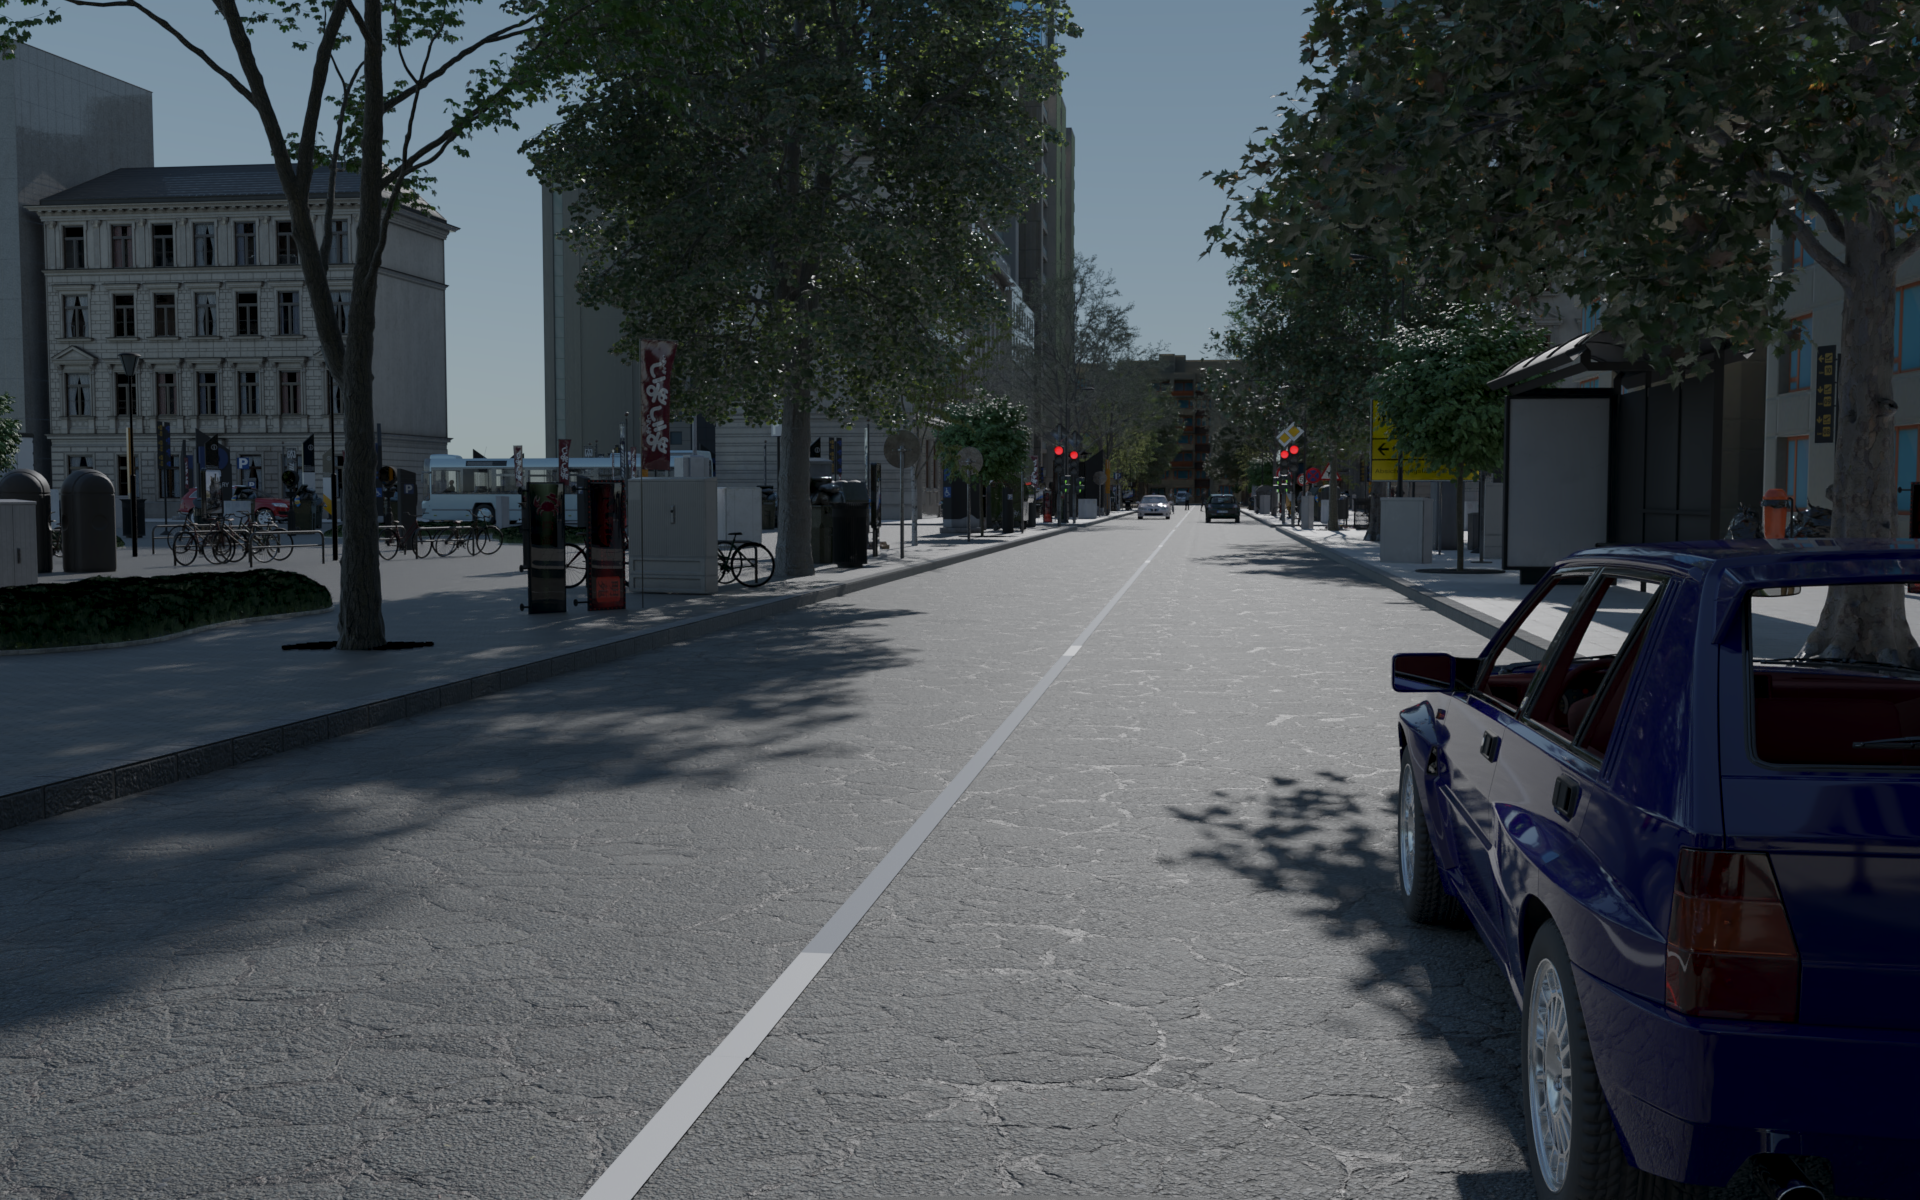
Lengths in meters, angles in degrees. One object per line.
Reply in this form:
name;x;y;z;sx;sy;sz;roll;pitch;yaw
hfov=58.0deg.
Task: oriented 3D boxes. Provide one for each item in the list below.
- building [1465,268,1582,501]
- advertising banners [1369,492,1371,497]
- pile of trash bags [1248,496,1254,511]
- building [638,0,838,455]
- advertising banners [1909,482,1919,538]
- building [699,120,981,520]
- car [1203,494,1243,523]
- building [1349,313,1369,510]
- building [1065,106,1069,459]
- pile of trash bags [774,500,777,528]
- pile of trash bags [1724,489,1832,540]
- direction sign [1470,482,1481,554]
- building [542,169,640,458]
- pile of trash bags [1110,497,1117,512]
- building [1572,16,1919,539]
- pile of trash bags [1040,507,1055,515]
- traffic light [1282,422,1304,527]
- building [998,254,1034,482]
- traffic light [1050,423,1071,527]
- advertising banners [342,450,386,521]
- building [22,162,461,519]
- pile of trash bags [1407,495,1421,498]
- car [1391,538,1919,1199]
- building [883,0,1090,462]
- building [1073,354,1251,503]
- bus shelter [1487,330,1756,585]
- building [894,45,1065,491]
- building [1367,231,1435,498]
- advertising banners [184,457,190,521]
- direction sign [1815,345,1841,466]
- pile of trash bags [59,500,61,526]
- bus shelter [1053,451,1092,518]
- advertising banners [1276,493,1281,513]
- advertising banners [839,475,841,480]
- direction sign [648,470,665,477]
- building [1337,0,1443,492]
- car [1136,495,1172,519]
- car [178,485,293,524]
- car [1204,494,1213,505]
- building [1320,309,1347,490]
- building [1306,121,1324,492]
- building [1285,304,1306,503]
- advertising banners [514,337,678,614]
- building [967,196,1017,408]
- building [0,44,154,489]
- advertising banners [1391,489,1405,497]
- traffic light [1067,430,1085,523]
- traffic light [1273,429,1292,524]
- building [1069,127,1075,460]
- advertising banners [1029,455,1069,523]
building;35.278;-15.165;84.108;21.152;22.565;11.583;0;4;8
advertising banners;25.141;-6.691;105.589;0.090;3.025;2.074;0;4;6
pile of trash bags;23.480;-7.686;135.422;1.912;1.369;3.447;1;4;11
building;-26.469;-47.380;212.907;20.611;71.187;20.563;0;4;8
advertising banners;12.421;-1.593;22.227;0.090;3.025;2.074;-2;4;-28
building;-5.936;-15.861;95.487;11.583;22.565;21.152;0;4;8
car;13.321;-4.766;87.715;2.009;1.686;4.222;1;4;9
building;37.938;-19.521;137.195;12.078;24.808;19.932;0;4;8
building;3.048;-30.001;174.114;14.154;41.232;14.086;0;4;8
pile of trash bags;-7.600;-3.470;66.485;1.912;1.369;3.447;-1;4;-12
pile of trash bags;14.798;-1.322;31.366;1.912;1.369;3.447;2;4;25
direction sign;11.237;-2.776;37.377;0.876;3.537;0.379;0;4;6
building;-43.651;-32.783;219.595;14.086;41.232;14.154;0;4;8
pile of trash bags;10.274;-7.156;126.752;1.912;1.369;3.447;1;4;23
building;32.105;-12.002;41.264;27.650;21.520;28.899;0;4;8
pile of trash bags;5.388;-5.974;107.423;1.912;1.369;3.447;0;4;-2
traffic light;12.849;-4.766;66.842;0.839;4.253;0.868;0;4;8
building;-0.084;-17.353;138.471;10.420;20.320;16.860;0;4;8
traffic light;3.924;-4.842;68.081;0.839;4.253;0.868;0;4;8
advertising banners;-23.521;-4.449;68.922;2.074;3.025;0.090;0;4;-1
building;-38.456;-14.048;94.305;19.286;19.102;10.561;0;4;8
pile of trash bags;26.219;-5.642;101.992;3.447;1.369;1.912;0;4;7
car;2.173;0.492;4.531;1.945;1.354;3.894;1;4;8
building;-0.469;-54.783;208.369;31.000;86.520;22.319;0;4;8
building;31.322;-25.070;254.926;28.899;21.520;27.650;0;4;8
bus shelter;8.112;-1.711;21.905;2.014;3.302;5.546;1;4;8
building;1.740;-29.138;159.995;14.154;41.232;14.086;0;4;8
building;35.236;-20.267;117.271;13.634;28.700;20.117;0;4;8
advertising banners;-37.075;-5.350;83.657;0.090;3.025;2.074;0;4;-5
direction sign;13.283;-2.094;26.241;0.379;3.537;0.876;-1;4;-17
pile of trash bags;-36.849;-3.629;69.094;1.912;1.369;3.447;0;4;-6
bus shelter;6.294;-6.436;96.514;1.731;3.624;6.357;0;4;8
advertising banners;21.649;-7.369;116.674;0.090;3.025;2.074;-2;4;-27
advertising banners;-5.594;-5.355;83.747;0.090;3.025;2.074;1;4;14
direction sign;-10.443;-4.125;59.438;0.876;3.537;0.379;2;4;34
building;47.335;-33.190;162.259;23.786;49.044;30.456;0;4;8
car;11.186;-5.346;99.765;2.083;1.381;4.827;0;4;7
car;-31.879;-4.167;76.811;5.304;1.827;2.281;0;4;7
car;19.949;-7.466;133.866;2.131;1.459;4.920;0;4;8
building;46.389;-32.740;185.410;14.600;45.320;14.200;0;4;8
building;51.980;-35.407;202.602;21.300;48.544;21.600;0;4;8
building;59.788;-36.251;247.326;28.867;44.769;22.147;0;4;8
advertising banners;-3.929;-1.398;19.046;0.090;3.025;2.074;3;5;44
building;-4.042;-16.915;118.358;13.314;21.916;24.055;0;4;8
building;-57.989;-17.103;97.650;19.932;24.808;12.078;0;4;8
advertising banners;13.445;-3.536;54.000;0.090;3.025;2.074;3;4;36
traffic light;5.039;-5.325;75.988;0.839;4.253;0.868;0;4;8
traffic light;13.965;-5.249;74.749;0.839;4.253;0.868;0;4;8
building;4.940;-30.891;188.658;14.154;41.232;14.086;0;4;8
advertising banners;3.949;-4.969;77.433;2.074;3.025;0.090;2;4;34
